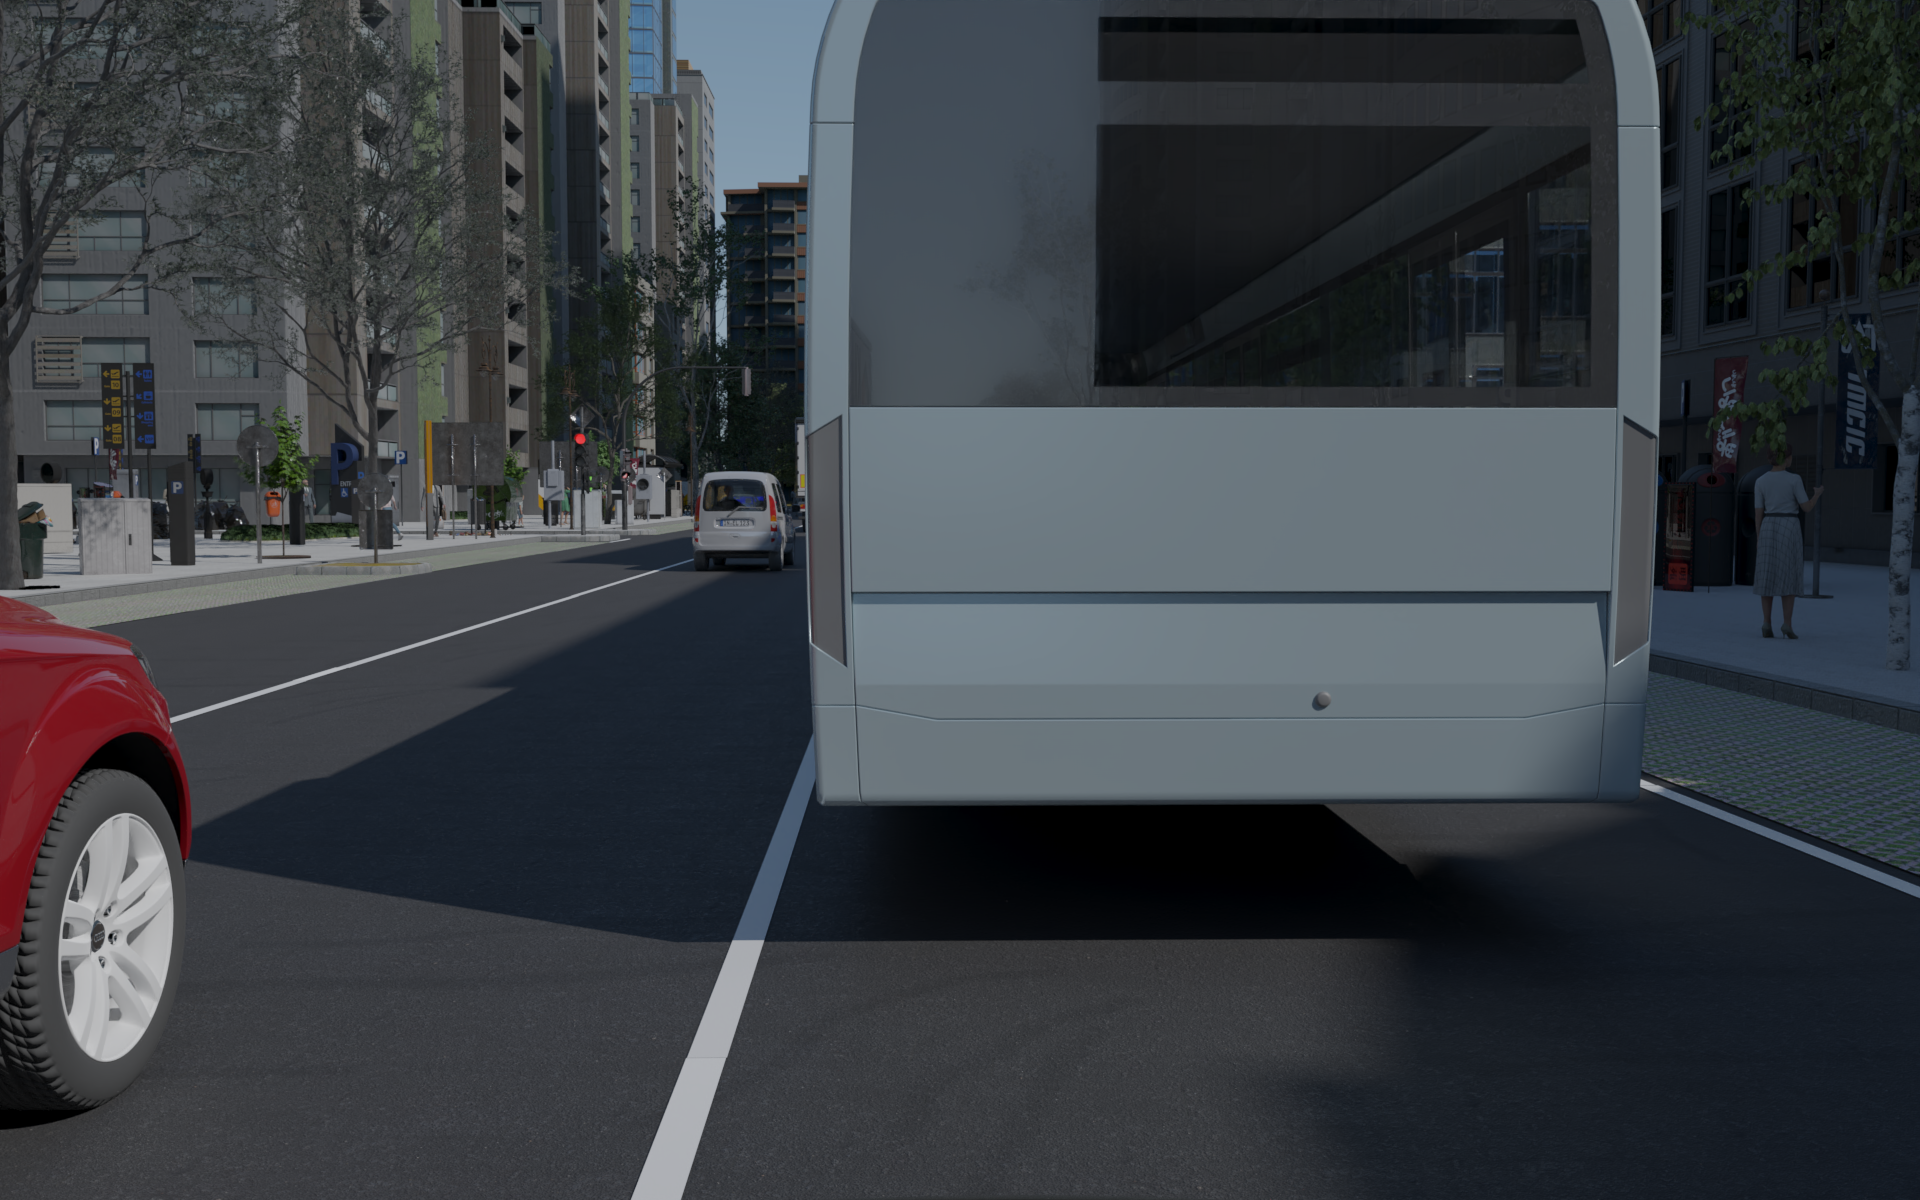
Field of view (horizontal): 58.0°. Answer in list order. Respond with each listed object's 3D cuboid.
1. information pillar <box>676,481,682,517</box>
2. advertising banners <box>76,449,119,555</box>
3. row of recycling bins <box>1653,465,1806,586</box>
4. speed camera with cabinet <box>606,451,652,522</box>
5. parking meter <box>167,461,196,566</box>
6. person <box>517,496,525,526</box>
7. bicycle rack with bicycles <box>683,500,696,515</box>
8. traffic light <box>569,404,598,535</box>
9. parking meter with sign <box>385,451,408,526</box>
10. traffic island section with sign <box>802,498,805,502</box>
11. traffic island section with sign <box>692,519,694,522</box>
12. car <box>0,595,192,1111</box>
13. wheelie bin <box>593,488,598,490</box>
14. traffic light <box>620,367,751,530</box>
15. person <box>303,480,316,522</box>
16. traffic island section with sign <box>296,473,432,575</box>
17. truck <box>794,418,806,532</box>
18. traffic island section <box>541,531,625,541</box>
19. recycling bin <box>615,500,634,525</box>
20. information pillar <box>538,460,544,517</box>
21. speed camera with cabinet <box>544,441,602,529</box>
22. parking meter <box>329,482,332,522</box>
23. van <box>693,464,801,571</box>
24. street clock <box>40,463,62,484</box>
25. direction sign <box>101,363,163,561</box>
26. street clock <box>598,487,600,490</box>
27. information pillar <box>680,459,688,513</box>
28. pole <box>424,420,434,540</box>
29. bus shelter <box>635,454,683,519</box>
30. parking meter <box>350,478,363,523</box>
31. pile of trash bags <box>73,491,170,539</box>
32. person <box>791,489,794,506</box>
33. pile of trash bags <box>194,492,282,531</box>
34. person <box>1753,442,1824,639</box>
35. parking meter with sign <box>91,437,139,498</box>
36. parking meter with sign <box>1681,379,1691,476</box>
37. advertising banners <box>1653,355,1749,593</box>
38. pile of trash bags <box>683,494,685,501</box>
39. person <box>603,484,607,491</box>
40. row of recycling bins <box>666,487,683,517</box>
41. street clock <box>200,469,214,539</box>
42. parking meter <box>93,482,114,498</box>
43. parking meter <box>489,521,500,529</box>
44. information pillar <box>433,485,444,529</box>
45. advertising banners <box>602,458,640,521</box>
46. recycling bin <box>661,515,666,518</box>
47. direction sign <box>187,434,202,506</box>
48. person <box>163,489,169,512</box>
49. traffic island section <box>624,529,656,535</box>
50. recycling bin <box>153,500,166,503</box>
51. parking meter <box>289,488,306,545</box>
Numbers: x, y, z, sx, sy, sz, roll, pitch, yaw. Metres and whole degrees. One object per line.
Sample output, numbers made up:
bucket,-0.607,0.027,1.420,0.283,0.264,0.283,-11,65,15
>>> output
information pillar,-15.819,-5.682,97.394,0.304,2.012,0.304,0,4,-4
advertising banners,-16.689,-2.286,33.564,2.074,3.025,0.090,3,5,43
row of recycling bins,10.002,-1.056,24.383,3.534,1.692,1.069,0,4,2
speed camera with cabinet,-15.170,-5.201,79.365,2.038,3.252,0.660,0,4,-2
parking meter,-13.963,-1.549,31.042,0.399,1.863,0.255,0,4,5
person,-17.506,-3.568,69.060,0.352,1.250,0.332,2,4,27
bicycle rack with bicycles,-16.646,-5.522,103.664,2.852,0.926,2.925,-3,4,-38
traffic light,-11.689,-3.963,53.713,0.839,4.253,0.868,0,4,-2
parking meter with sign,-22.691,-4.438,68.828,0.543,3.016,1.738,1,4,18
traffic island section with sign,-14.826,-9.475,163.547,1.989,1.847,2.006,0,4,-2
traffic island section with sign,-12.464,-4.834,87.661,1.989,1.847,2.006,0,4,-2
car,-2.947,0.383,2.415,2.281,1.827,5.304,0,4,-1
wheelie bin,-18.088,-4.774,85.970,0.693,1.594,0.980,-2,4,-33
traffic light,-9.850,-5.329,61.794,4.771,5.953,1.251,0,4,-2
person,-23.711,-3.468,62.920,0.661,1.801,0.590,-3,5,-44
traffic island section with sign,-10.701,-1.390,31.356,1.989,1.847,2.006,0,4,-2
truck,-4.806,-4.903,69.077,2.839,4.237,11.283,0,4,0
traffic island section,-11.729,-1.931,53.846,2.009,0.180,2.903,0,4,-2
recycling bin,-14.169,-3.703,73.094,0.722,1.027,0.722,-1,4,-17
information pillar,-23.677,-6.541,98.302,0.504,3.616,0.183,-1,4,-15
speed camera with cabinet,-14.414,-4.289,64.467,2.038,3.252,0.660,0,4,-4
parking meter,-24.602,-3.823,68.211,0.399,1.863,0.255,-3,5,-41
van,-4.155,-1.633,33.707,2.013,2.044,4.112,0,4,-1
street clock,-20.988,-2.170,40.047,0.471,2.002,0.358,2,4,26
direction sign,-14.358,-2.323,29.974,0.876,3.537,0.379,0,4,-5
street clock,-24.716,-6.985,118.781,0.471,2.002,0.358,-2,4,-31
information pillar,-18.397,-7.587,115.403,0.504,3.616,0.183,1,4,15
pole,-14.753,-3.319,48.106,0.158,3.312,0.155,0,3,0
bus shelter,-15.826,-5.905,90.477,2.014,3.302,5.546,0,4,-2
parking meter,-22.343,-3.574,64.154,0.399,1.863,0.255,0,4,1
pile of trash bags,-23.331,-2.385,48.755,1.912,1.369,3.447,-1,4,-10
person,-18.173,-11.165,188.583,0.705,1.826,1.348,-2,4,-29
pile of trash bags,-26.055,-3.199,62.053,3.447,1.369,1.912,-3,5,-41
person,7.351,-0.538,15.405,0.524,1.755,0.480,-3,5,-42
parking meter with sign,-25.712,-3.492,53.353,1.738,3.016,0.543,-1,4,-12
parking meter with sign,10.306,-1.868,26.805,1.738,3.016,0.543,1,4,18
advertising banners,9.465,-1.627,22.789,0.090,3.025,2.074,-2,4,-25
pile of trash bags,-19.497,-6.253,111.983,3.447,1.369,1.912,-2,4,-26
person,-19.902,-5.584,96.708,0.648,1.900,0.474,-2,4,-25
row of recycling bins,-16.607,-5.683,100.036,1.069,1.692,3.534,-1,4,-17
street clock,-21.548,-2.754,49.590,0.358,2.002,0.471,-3,5,-42
parking meter,-17.444,-1.645,35.305,0.372,1.533,0.369,0,3,0
parking meter,-16.975,-3.344,63.093,0.372,1.533,0.369,0,3,0
information pillar,-19.244,-3.631,63.865,0.304,2.012,0.304,-3,4,-36
advertising banners,-16.471,-5.357,83.772,2.074,3.025,0.090,-2,4,-28
recycling bin,-16.471,-4.994,94.199,0.722,1.027,0.722,1,4,10
direction sign,-28.789,-4.477,65.199,0.876,3.537,0.379,3,4,36
person,-29.652,-3.577,65.079,0.362,1.759,0.519,2,4,31
traffic island section,-11.979,-2.419,61.827,2.009,0.180,2.903,0,4,-2
recycling bin,-31.235,-3.397,68.090,0.722,1.027,0.722,0,4,5
parking meter,-16.762,-2.164,43.786,0.372,1.533,0.369,0,3,0
